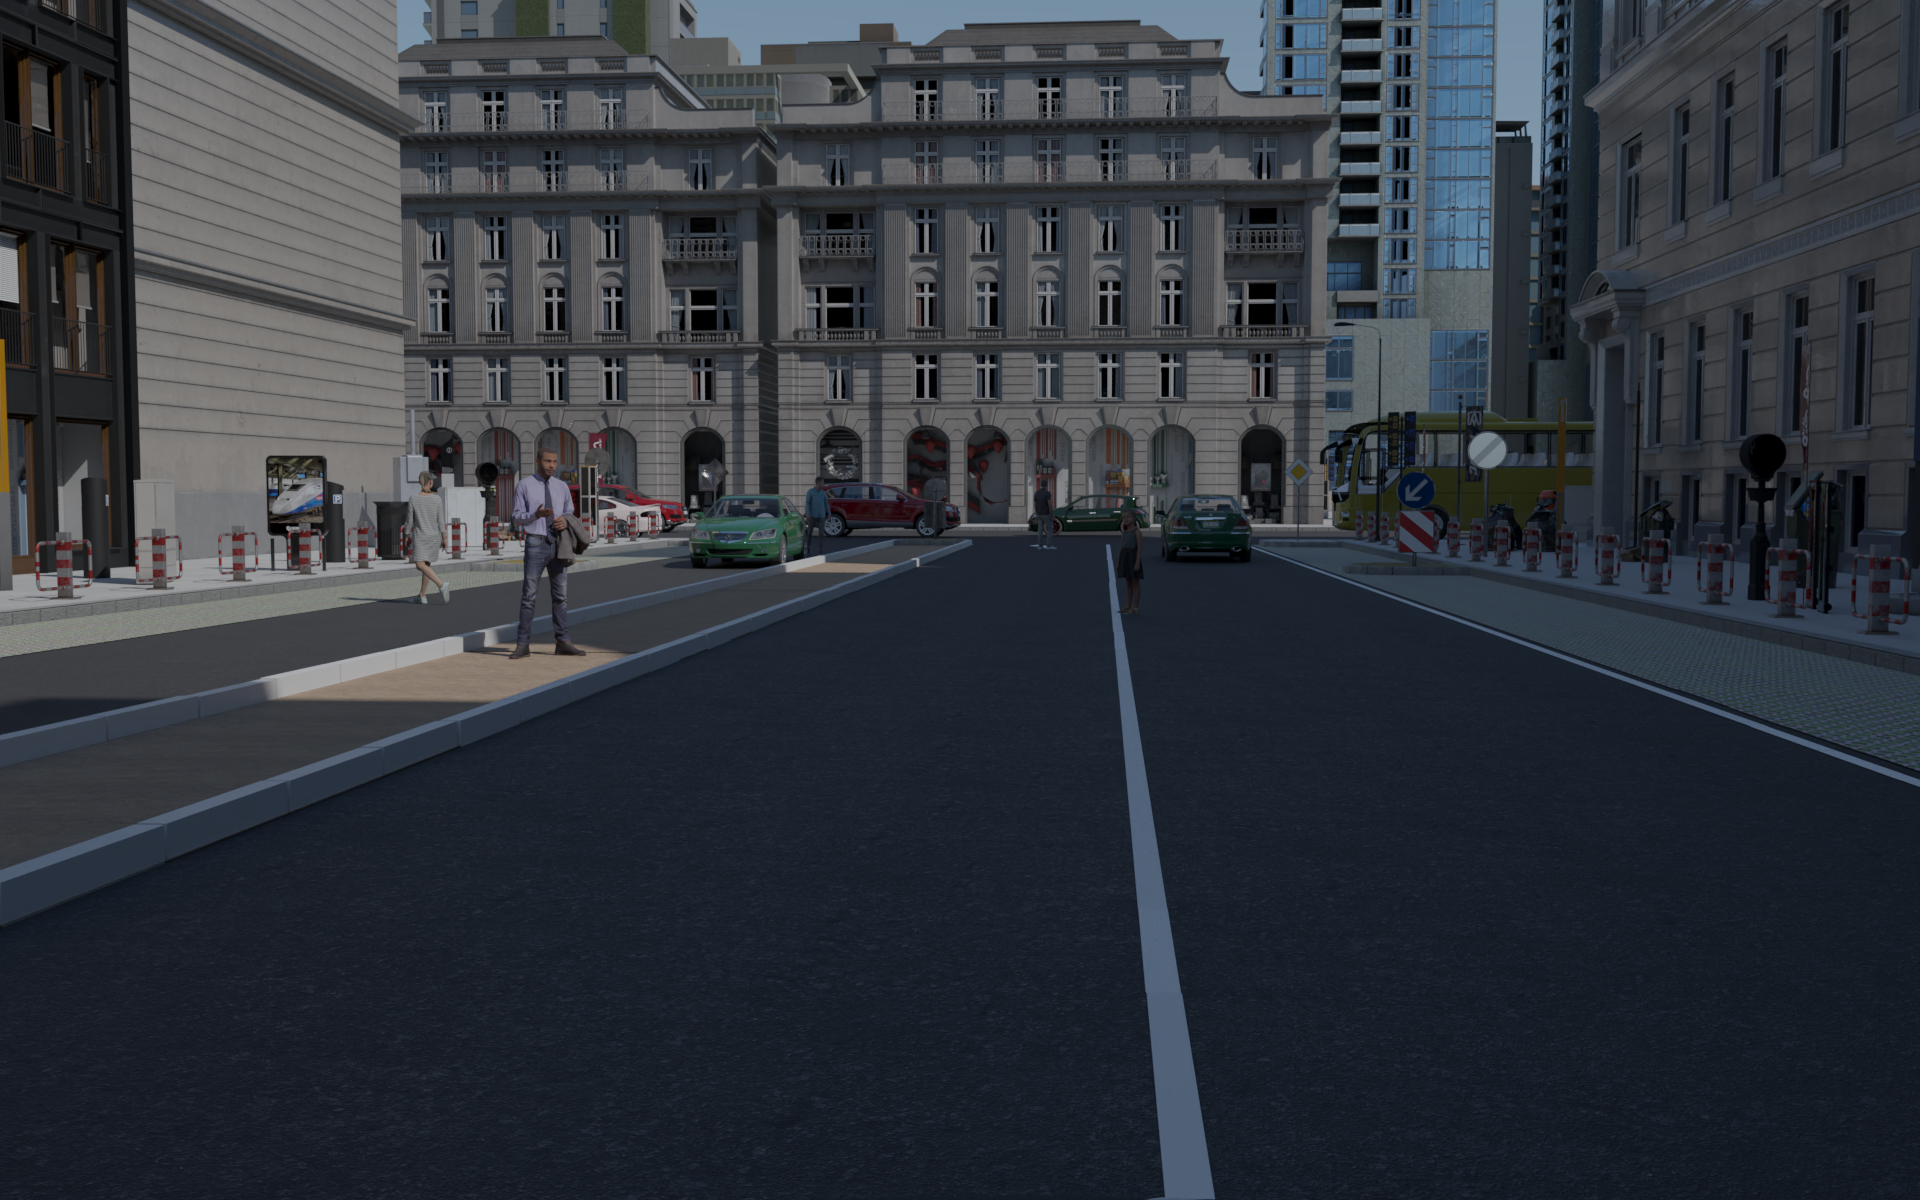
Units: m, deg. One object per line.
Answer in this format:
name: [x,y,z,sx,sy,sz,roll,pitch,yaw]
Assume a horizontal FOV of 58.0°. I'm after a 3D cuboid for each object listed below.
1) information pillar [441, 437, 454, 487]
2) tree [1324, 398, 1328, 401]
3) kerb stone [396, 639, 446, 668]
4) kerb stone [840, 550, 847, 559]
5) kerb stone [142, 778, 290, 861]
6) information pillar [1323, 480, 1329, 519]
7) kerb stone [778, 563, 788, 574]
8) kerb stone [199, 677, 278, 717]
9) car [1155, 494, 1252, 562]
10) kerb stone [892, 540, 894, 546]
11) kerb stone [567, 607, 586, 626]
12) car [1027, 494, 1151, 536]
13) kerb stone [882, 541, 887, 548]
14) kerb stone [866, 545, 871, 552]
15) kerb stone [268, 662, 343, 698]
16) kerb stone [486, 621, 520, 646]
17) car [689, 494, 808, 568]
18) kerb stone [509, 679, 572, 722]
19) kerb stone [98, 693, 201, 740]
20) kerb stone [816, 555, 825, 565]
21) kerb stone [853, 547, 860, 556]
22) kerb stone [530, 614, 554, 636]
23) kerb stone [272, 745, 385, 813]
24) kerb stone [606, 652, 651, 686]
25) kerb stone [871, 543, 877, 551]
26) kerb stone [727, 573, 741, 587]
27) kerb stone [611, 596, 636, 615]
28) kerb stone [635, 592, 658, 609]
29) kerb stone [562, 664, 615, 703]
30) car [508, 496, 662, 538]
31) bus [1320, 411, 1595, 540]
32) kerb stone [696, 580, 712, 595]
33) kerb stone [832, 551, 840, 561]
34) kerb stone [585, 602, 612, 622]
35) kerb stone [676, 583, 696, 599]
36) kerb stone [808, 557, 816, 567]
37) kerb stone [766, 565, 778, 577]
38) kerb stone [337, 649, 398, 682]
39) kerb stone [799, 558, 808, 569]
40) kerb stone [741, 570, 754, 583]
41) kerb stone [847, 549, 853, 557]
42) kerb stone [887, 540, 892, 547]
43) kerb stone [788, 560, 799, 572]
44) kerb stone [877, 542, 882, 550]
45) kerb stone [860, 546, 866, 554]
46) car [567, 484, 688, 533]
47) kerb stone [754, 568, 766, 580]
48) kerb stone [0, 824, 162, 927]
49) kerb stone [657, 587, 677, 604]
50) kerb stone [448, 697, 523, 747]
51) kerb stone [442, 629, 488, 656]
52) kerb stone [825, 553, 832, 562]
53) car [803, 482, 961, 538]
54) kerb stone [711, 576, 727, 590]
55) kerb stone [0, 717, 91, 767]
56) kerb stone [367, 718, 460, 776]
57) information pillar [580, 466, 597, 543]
information pillar: [-20.863,-4.847,70.604,0.504,3.616,0.183,0,4,-6]
tree: [16.282,-8.349,86.869,4.360,8.622,3.978,0,3,0]
kerb stone: [-4.608,0.466,14.618,0.120,0.150,1.000,0,4,5]
kerb stone: [-2.682,-0.977,38.167,0.120,0.150,1.000,0,4,5]
kerb stone: [-3.107,0.914,7.249,0.120,0.150,1.000,0,4,5]
information pillar: [19.097,-5.258,90.462,0.304,2.012,0.304,1,4,18]
kerb stone: [-3.267,-0.537,31.000,0.120,0.150,1.000,0,4,5]
kerb stone: [-4.855,0.658,11.535,0.120,0.150,1.000,0,4,5]
car: [5.392,-1.615,38.197,2.131,1.459,4.920,0,4,5]
kerb stone: [-1.929,-1.540,47.371,0.120,0.150,1.000,0,4,5]
kerb stone: [-4.273,0.213,18.714,0.120,0.150,1.000,0,4,5]
car: [4.402,-3.024,59.223,4.222,1.686,2.009,0,4,4]
kerb stone: [-2.096,-1.415,45.329,0.120,0.150,1.000,0,4,5]
kerb stone: [-2.352,-1.227,42.256,0.120,0.150,1.000,0,4,5]
kerb stone: [-4.776,0.589,12.565,0.120,0.150,1.000,0,4,5]
kerb stone: [-4.446,0.342,16.666,0.120,0.150,1.000,0,4,5]
car: [-4.236,-1.434,35.250,2.131,1.459,4.920,0,4,4]
kerb stone: [-2.766,0.664,11.337,0.120,0.150,1.000,0,4,5]
kerb stone: [-4.943,0.714,10.514,0.120,0.150,1.000,0,4,5]
kerb stone: [-2.935,-0.789,35.093,0.120,0.150,1.000,0,4,5]
kerb stone: [-2.517,-1.098,40.210,0.120,0.150,1.000,0,4,5]
kerb stone: [-4.353,0.275,17.693,0.120,0.150,1.000,0,4,5]
kerb stone: [-3.023,0.854,8.273,0.120,0.150,1.000,0,4,5]
kerb stone: [-2.599,0.539,13.386,0.120,0.150,1.000,0,4,5]
kerb stone: [-2.270,-1.283,43.282,0.120,0.150,1.000,0,4,5]
kerb stone: [-3.601,-0.285,26.896,0.120,0.150,1.000,0,4,5]
kerb stone: [-4.105,0.087,20.769,0.120,0.150,1.000,0,4,5]
kerb stone: [-4.015,0.025,21.791,0.120,0.150,1.000,0,4,5]
kerb stone: [-2.683,0.601,12.365,0.120,0.150,1.000,0,4,5]
car: [-11.848,-2.594,54.772,4.827,1.381,2.083,0,4,5]
bus: [17.197,-3.698,52.003,12.252,3.916,2.896,0,4,3]
kerb stone: [-3.761,-0.163,24.853,0.120,0.150,1.000,0,4,5]
kerb stone: [-2.764,-0.911,37.139,0.120,0.150,1.000,0,4,5]
kerb stone: [-4.189,0.151,19.735,0.120,0.150,1.000,0,4,5]
kerb stone: [-3.849,-0.100,23.833,0.120,0.150,1.000,0,4,5]
kerb stone: [-3.018,-0.726,34.070,0.120,0.150,1.000,0,4,5]
kerb stone: [-3.347,-0.476,29.972,0.120,0.150,1.000,0,4,5]
kerb stone: [-4.698,0.528,13.597,0.120,0.150,1.000,0,4,5]
kerb stone: [-3.103,-0.664,33.049,0.120,0.150,1.000,0,4,5]
kerb stone: [-3.516,-0.351,27.927,0.120,0.150,1.000,0,4,5]
kerb stone: [-2.598,-1.038,39.189,0.120,0.150,1.000,0,4,5]
kerb stone: [-2.016,-1.477,46.350,0.120,0.150,1.000,0,4,5]
kerb stone: [-3.180,-0.601,32.028,0.120,0.150,1.000,0,4,5]
kerb stone: [-2.186,-1.352,44.302,0.120,0.150,1.000,0,4,5]
kerb stone: [-2.435,-1.164,41.231,0.120,0.150,1.000,0,4,5]
car: [-12.831,-3.431,64.764,5.304,1.827,2.281,0,4,4]
kerb stone: [-3.443,-0.409,28.950,0.120,0.150,1.000,0,4,5]
kerb stone: [-3.185,0.977,6.224,0.120,0.150,1.000,0,4,5]
kerb stone: [-3.940,-0.034,22.813,0.120,0.150,1.000,0,4,5]
kerb stone: [-2.847,0.727,10.316,0.120,0.150,1.000,0,4,5]
kerb stone: [-4.523,0.402,15.640,0.120,0.150,1.000,0,4,5]
kerb stone: [-2.851,-0.851,36.114,0.120,0.150,1.000,0,4,5]
car: [-2.607,-3.018,58.010,5.304,1.827,2.281,0,4,6]
kerb stone: [-3.687,-0.225,25.875,0.120,0.150,1.000,0,4,5]
kerb stone: [-5.023,0.777,9.493,0.120,0.150,1.000,0,4,5]
kerb stone: [-2.942,0.789,9.294,0.120,0.150,1.000,0,4,5]
information pillar: [-9.712,-2.495,45.277,0.304,2.012,0.304,2,4,24]
